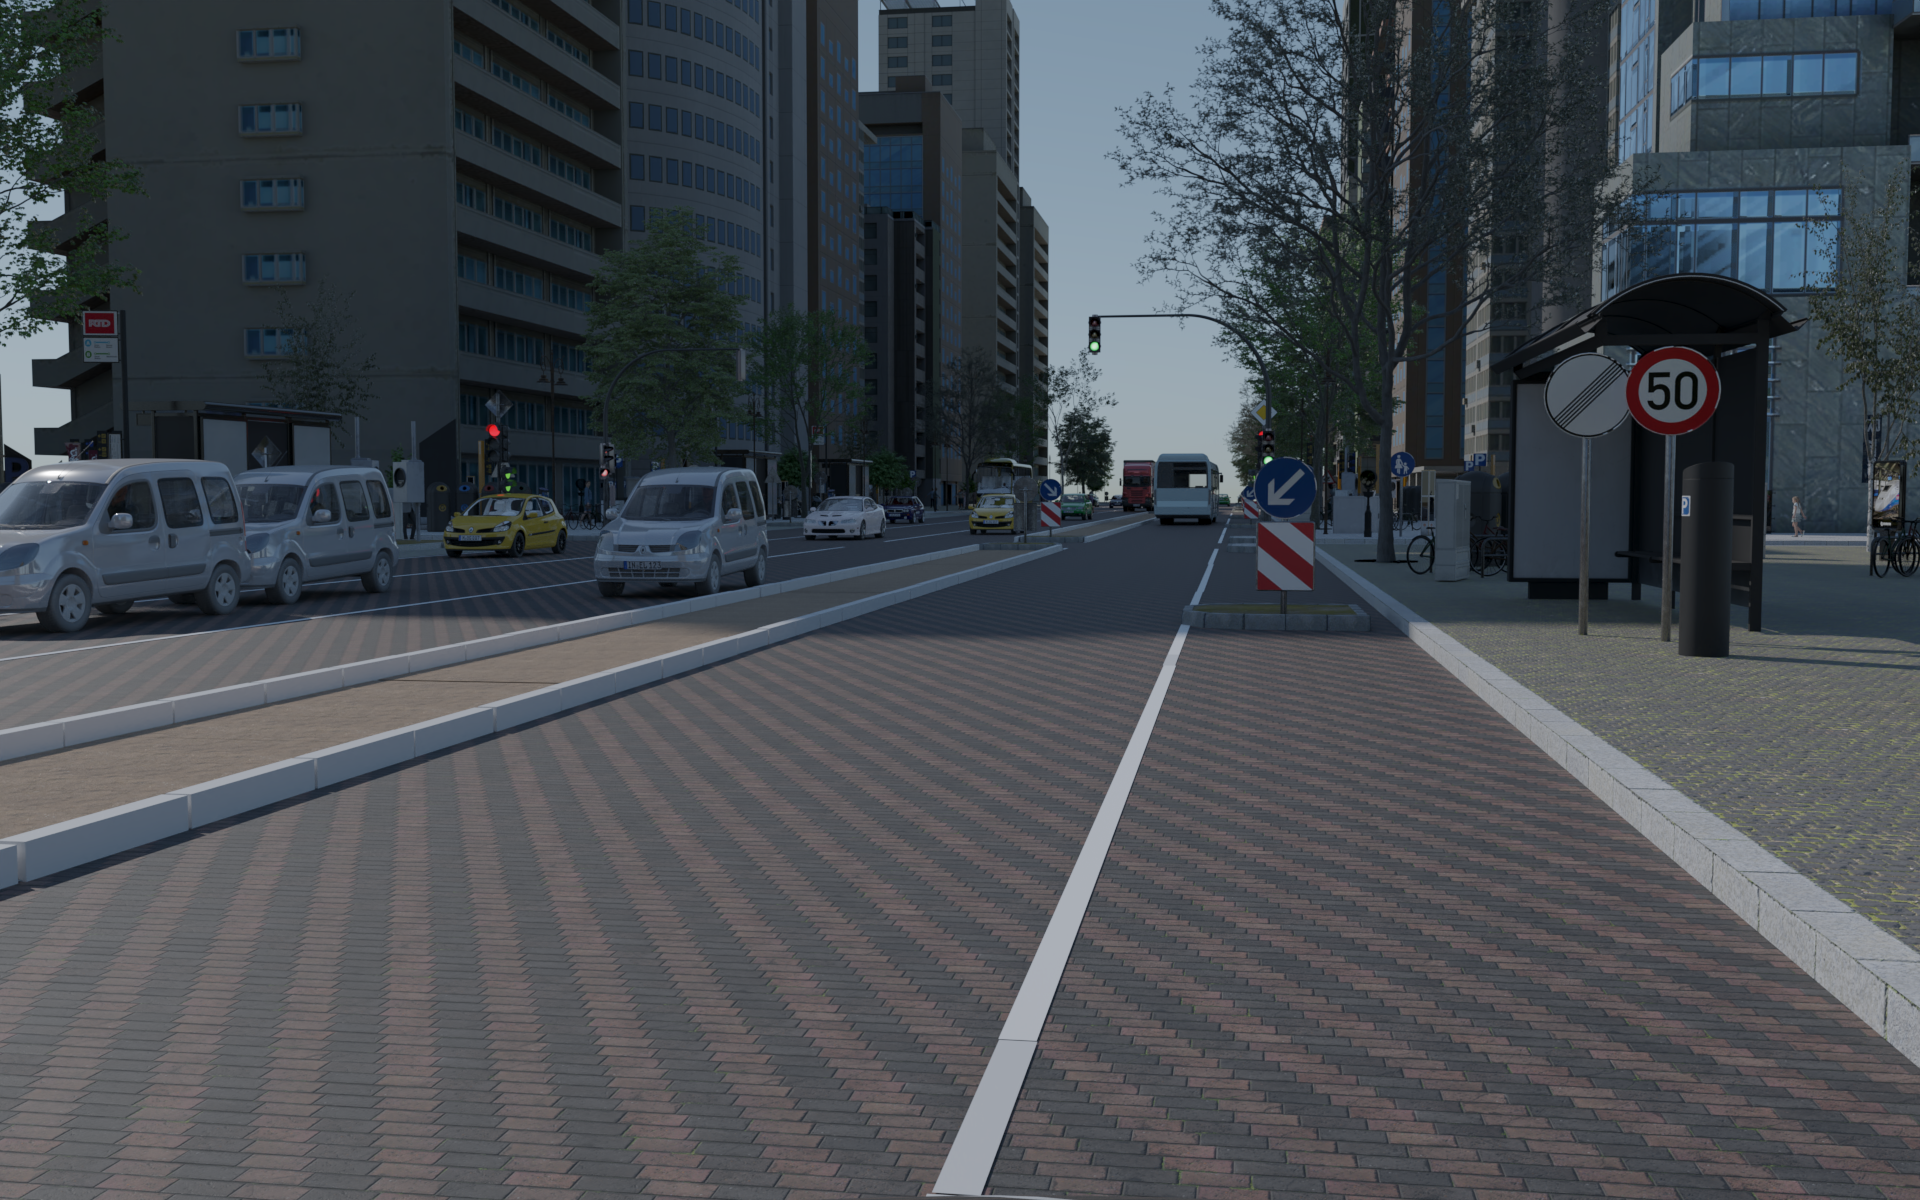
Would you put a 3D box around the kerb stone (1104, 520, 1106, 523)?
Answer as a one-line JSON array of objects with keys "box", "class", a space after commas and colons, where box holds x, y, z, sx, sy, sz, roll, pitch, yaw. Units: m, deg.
[{"box": [6.838, -3.761, 83.691, 0.120, 0.150, 1.000, 1, 4, 9], "class": "kerb stone"}]

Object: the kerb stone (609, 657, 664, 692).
[{"box": [-2.456, 0.565, 12.963, 0.120, 0.150, 1.000, 1, 4, 9], "class": "kerb stone"}]

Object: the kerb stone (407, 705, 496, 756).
[{"box": [-2.946, 0.754, 9.933, 0.120, 0.150, 1.000, 1, 4, 9], "class": "kerb stone"}]

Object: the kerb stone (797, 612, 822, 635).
[{"box": [-1.639, 0.258, 18.032, 0.120, 0.150, 1.000, 1, 4, 9], "class": "kerb stone"}]

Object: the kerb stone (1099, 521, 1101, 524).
[{"box": [6.348, -3.575, 80.646, 0.120, 0.150, 1.000, 1, 4, 9], "class": "kerb stone"}]

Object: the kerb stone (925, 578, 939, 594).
[{"box": [-0.493, -0.179, 25.130, 0.120, 0.150, 1.000, 1, 4, 9], "class": "kerb stone"}]

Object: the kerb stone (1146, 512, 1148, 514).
[{"box": [12.877, -6.052, 121.148, 0.120, 0.150, 1.000, 1, 4, 9], "class": "kerb stone"}]

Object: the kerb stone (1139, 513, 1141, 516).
[{"box": [11.574, -5.558, 113.061, 0.120, 0.150, 1.000, 1, 4, 9], "class": "kerb stone"}]

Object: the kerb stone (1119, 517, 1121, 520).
[{"box": [8.472, -4.382, 93.841, 0.120, 0.150, 1.000, 1, 4, 9], "class": "kerb stone"}]

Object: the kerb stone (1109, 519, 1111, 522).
[{"box": [7.335, -3.945, 86.741, 0.120, 0.150, 1.000, 1, 4, 9], "class": "kerb stone"}]

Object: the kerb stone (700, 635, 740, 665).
[{"box": [-2.125, 0.442, 14.988, 0.120, 0.150, 1.000, 1, 4, 9], "class": "kerb stone"}]

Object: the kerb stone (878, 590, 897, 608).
[{"box": [-0.989, 0.007, 22.081, 0.120, 0.150, 1.000, 1, 4, 9], "class": "kerb stone"}]

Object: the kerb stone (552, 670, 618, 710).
[{"box": [-2.615, 0.626, 11.953, 0.120, 0.150, 1.000, 1, 4, 9], "class": "kerb stone"}]

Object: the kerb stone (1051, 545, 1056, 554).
[{"box": [2.125, -1.171, 41.343, 0.120, 0.150, 1.000, 1, 4, 9], "class": "kerb stone"}]

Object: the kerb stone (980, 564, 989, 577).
[{"box": [0.333, -0.489, 30.193, 0.120, 0.150, 1.000, 1, 4, 9], "class": "kerb stone"}]

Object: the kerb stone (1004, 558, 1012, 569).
[{"box": [0.820, -0.676, 33.247, 0.120, 0.150, 1.000, 1, 4, 9], "class": "kerb stone"}]

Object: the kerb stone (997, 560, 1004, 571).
[{"box": [0.649, -0.614, 32.235, 0.120, 0.150, 1.000, 1, 4, 9], "class": "kerb stone"}]

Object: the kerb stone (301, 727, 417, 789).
[{"box": [-3.104, 0.812, 8.922, 0.120, 0.150, 1.000, 1, 4, 9], "class": "kerb stone"}]

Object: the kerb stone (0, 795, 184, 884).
[{"box": [-3.428, 0.936, 6.896, 0.120, 0.150, 1.000, 1, 4, 9], "class": "kerb stone"}]

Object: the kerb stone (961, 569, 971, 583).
[{"box": [0.002, -0.365, 28.160, 0.120, 0.150, 1.000, 1, 4, 9], "class": "kerb stone"}]

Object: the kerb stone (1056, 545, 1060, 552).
[{"box": [2.282, -1.233, 42.353, 0.120, 0.150, 1.000, 1, 4, 9], "class": "kerb stone"}]

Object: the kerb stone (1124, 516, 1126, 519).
[{"box": [9.122, -4.629, 97.887, 0.120, 0.150, 1.000, 1, 4, 9], "class": "kerb stone"}]

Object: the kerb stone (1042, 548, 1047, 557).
[{"box": [1.795, -1.042, 39.318, 0.120, 0.150, 1.000, 1, 4, 9], "class": "kerb stone"}]

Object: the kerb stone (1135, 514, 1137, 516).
[{"box": [10.762, -5.248, 108.004, 0.120, 0.150, 1.000, 1, 4, 9], "class": "kerb stone"}]

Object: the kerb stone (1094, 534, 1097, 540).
[{"box": [4.005, -1.883, 52.987, 0.120, 0.150, 1.000, 1, 4, 9], "class": "kerb stone"}]

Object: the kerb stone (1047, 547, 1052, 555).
[{"box": [1.965, -1.109, 40.327, 0.120, 0.150, 1.000, 1, 4, 9], "class": "kerb stone"}]

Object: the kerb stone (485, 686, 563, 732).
[{"box": [-2.773, 0.688, 10.943, 0.120, 0.150, 1.000, 1, 4, 9], "class": "kerb stone"}]

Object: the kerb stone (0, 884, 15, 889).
[{"box": [-3.603, 1.004, 5.883, 0.120, 0.150, 1.000, 1, 4, 9], "class": "kerb stone"}]

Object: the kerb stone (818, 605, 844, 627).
[{"box": [-1.472, 0.194, 19.047, 0.120, 0.150, 1.000, 1, 4, 9], "class": "kerb stone"}]

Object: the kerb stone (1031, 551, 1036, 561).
[{"box": [1.474, -0.919, 37.295, 0.120, 0.150, 1.000, 1, 4, 9], "class": "kerb stone"}]

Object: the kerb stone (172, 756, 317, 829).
[{"box": [-3.268, 0.875, 7.914, 0.120, 0.150, 1.000, 1, 4, 9], "class": "kerb stone"}]

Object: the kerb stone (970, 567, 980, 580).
[{"box": [0.162, -0.425, 29.173, 0.120, 0.150, 1.000, 1, 4, 9], "class": "kerb stone"}]

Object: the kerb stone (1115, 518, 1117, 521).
[{"box": [7.981, -4.196, 90.802, 0.120, 0.150, 1.000, 1, 4, 9], "class": "kerb stone"}]

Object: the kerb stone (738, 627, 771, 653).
[{"box": [-1.967, 0.386, 16.012, 0.120, 0.150, 1.000, 1, 4, 9], "class": "kerb stone"}]

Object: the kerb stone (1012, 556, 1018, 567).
[{"box": [0.983, -0.738, 34.267, 0.120, 0.150, 1.000, 1, 4, 9], "class": "kerb stone"}]

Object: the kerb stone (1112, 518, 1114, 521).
[{"box": [7.655, -4.065, 88.764, 0.120, 0.150, 1.000, 1, 4, 9], "class": "kerb stone"}]

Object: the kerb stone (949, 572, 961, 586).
[{"box": [-0.169, -0.303, 27.153, 0.120, 0.150, 1.000, 1, 4, 9], "class": "kerb stone"}]

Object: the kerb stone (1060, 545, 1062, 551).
[{"box": [2.449, -1.295, 43.362, 0.120, 0.150, 1.000, 1, 4, 9], "class": "kerb stone"}]

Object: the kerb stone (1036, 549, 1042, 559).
[{"box": [1.632, -0.984, 38.308, 0.120, 0.150, 1.000, 1, 4, 9], "class": "kerb stone"}]

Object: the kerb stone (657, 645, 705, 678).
[{"box": [-2.287, 0.503, 13.971, 0.120, 0.150, 1.000, 1, 4, 9], "class": "kerb stone"}]

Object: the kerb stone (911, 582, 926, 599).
[{"box": [-0.653, -0.113, 24.109, 0.120, 0.150, 1.000, 1, 4, 9], "class": "kerb stone"}]

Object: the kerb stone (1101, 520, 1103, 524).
[{"box": [6.502, -3.637, 81.661, 0.120, 0.150, 1.000, 1, 4, 9], "class": "kerb stone"}]

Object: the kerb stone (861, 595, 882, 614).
[{"box": [-1.147, 0.069, 21.069, 0.120, 0.150, 1.000, 1, 4, 9], "class": "kerb stone"}]

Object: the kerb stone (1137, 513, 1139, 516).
[{"box": [11.244, -5.430, 111.036, 0.120, 0.150, 1.000, 1, 4, 9], "class": "kerb stone"}]

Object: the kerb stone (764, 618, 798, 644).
[{"box": [-1.799, 0.316, 17.022, 0.120, 0.150, 1.000, 1, 4, 9], "class": "kerb stone"}]

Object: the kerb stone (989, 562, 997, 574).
[{"box": [0.498, -0.552, 31.215, 0.120, 0.150, 1.000, 1, 4, 9], "class": "kerb stone"}]

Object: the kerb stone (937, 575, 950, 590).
[{"box": [-0.329, -0.241, 26.139, 0.120, 0.150, 1.000, 1, 4, 9], "class": "kerb stone"}]

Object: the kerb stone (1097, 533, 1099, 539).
[{"box": [4.165, -1.937, 54.002, 0.120, 0.150, 1.000, 1, 4, 9], "class": "kerb stone"}]

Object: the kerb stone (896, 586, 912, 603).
[{"box": [-0.820, -0.051, 23.100, 0.120, 0.150, 1.000, 1, 4, 9], "class": "kerb stone"}]

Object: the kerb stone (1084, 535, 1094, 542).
[{"box": [3.840, -1.822, 51.978, 0.120, 0.150, 1.000, 1, 4, 9], "class": "kerb stone"}]

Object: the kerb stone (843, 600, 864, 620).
[{"box": [-1.306, 0.131, 20.056, 0.120, 0.150, 1.000, 1, 4, 9], "class": "kerb stone"}]

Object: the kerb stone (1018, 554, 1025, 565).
[{"box": [1.149, -0.800, 35.276, 0.120, 0.150, 1.000, 1, 4, 9], "class": "kerb stone"}]

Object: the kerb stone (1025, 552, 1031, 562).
[{"box": [1.306, -0.862, 36.286, 0.120, 0.150, 1.000, 1, 4, 9], "class": "kerb stone"}]

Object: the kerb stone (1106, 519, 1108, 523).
[{"box": [7.000, -3.823, 84.700, 0.120, 0.150, 1.000, 1, 4, 9], "class": "kerb stone"}]
